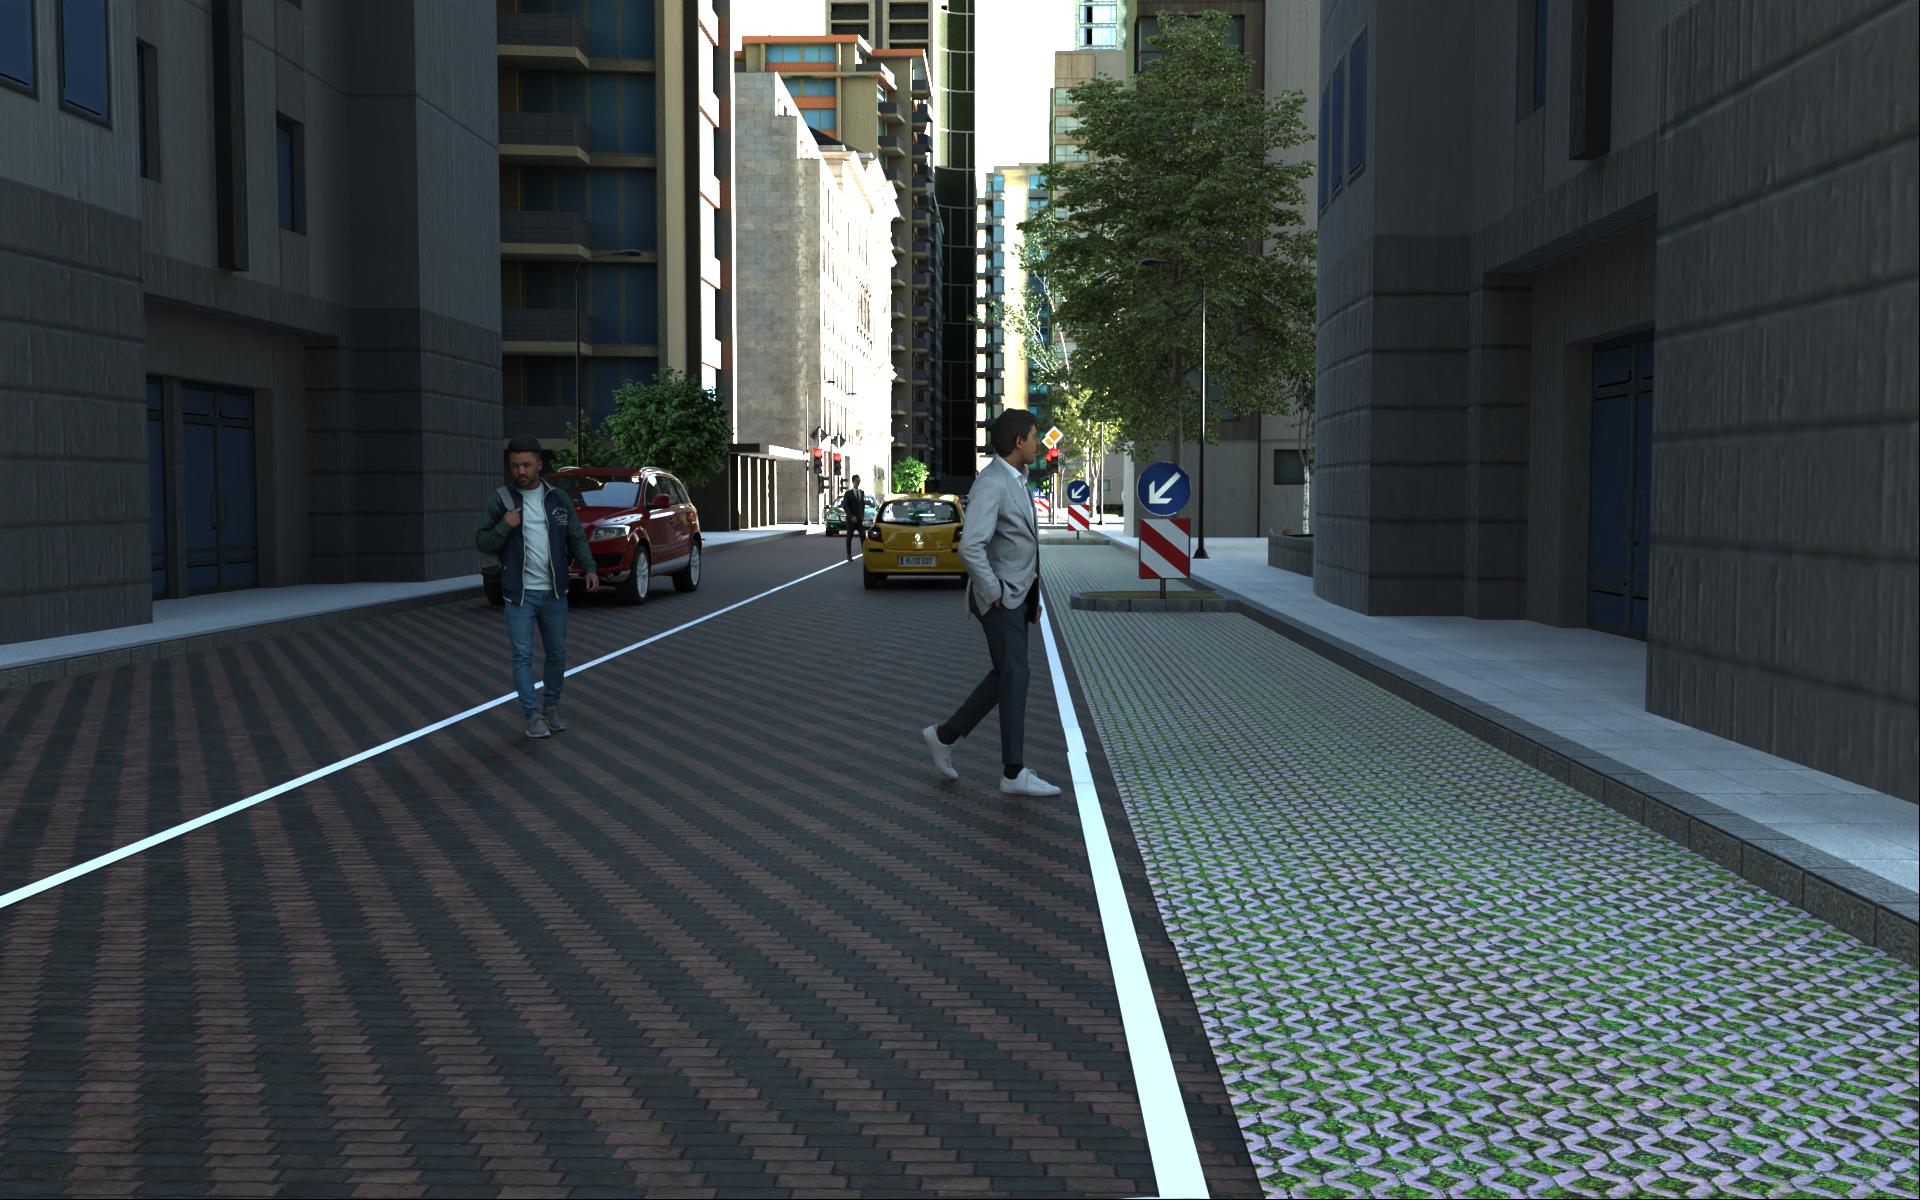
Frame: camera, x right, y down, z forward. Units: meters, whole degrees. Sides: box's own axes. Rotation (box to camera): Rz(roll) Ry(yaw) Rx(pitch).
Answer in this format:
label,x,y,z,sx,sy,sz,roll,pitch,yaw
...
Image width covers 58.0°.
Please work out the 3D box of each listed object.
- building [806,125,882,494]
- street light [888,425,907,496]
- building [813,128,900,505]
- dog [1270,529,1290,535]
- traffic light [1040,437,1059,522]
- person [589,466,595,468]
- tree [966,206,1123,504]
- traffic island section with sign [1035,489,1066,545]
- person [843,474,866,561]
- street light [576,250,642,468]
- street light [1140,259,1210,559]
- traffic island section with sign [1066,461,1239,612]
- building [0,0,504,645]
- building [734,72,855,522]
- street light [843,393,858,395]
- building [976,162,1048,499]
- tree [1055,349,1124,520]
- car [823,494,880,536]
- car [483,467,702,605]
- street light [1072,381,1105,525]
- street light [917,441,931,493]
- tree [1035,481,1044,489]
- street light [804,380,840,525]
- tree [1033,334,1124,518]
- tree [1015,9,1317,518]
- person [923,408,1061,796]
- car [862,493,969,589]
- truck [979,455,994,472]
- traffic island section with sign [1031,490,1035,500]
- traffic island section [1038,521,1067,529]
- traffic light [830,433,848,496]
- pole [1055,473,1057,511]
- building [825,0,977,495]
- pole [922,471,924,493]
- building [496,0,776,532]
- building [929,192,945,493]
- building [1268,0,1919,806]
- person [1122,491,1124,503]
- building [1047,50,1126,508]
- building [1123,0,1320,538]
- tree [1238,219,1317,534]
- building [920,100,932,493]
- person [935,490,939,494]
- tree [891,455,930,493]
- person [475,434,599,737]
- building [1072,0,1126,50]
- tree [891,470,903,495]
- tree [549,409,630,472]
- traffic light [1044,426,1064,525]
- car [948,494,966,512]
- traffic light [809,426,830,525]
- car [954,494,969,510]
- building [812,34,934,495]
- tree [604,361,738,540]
label,x,y,z,sx,sy,sz,roll,pitch,yaw
building,-10.978,-16.921,105.530,11.050,23.489,19.941,0,4,2
street light,-4.237,-8.774,116.003,1.470,5.913,1.316,0,4,2
building,-11.994,-20.779,127.123,14.401,28.519,23.554,0,4,2
dog,7.141,-1.334,38.641,0.540,0.507,0.406,2,4,23
traffic light,4.100,-5.521,79.184,0.839,4.253,0.868,0,4,2
person,-7.572,-1.776,34.934,0.795,1.843,0.661,-2,4,-27
tree,7.281,-15.820,114.553,12.611,20.169,13.585,0,3,0
traffic island section with sign,3.231,-2.486,49.279,1.989,1.847,2.006,0,4,2
person,-2.173,-1.751,36.907,0.659,1.850,0.755,-3,4,-36
street light,-6.750,-3.705,33.118,1.470,5.913,1.316,0,4,2
street light,4.260,-3.781,34.365,1.470,5.913,1.316,0,4,2
traffic island section with sign,2.396,-0.807,21.819,1.989,1.847,2.006,0,4,2
building,-18.574,-28.854,13.766,21.231,58.520,28.212,0,4,2
building,-11.250,-14.221,87.260,10.420,20.320,16.860,0,4,2
street light,-5.354,-6.532,79.346,1.470,5.913,1.316,0,4,2
building,17.599,-38.479,248.735,30.456,49.044,23.786,0,4,2
tree,6.533,-8.195,84.352,4.737,8.622,4.395,0,3,0
car,-3.654,-2.980,60.514,2.131,1.459,4.920,0,4,1
car,-4.989,-0.942,24.074,2.281,1.827,5.304,0,4,4
street light,5.270,-6.028,71.103,1.470,5.913,1.316,0,4,2
street light,-3.228,-11.005,152.465,1.470,5.913,1.316,0,4,2
tree,10.116,-13.455,214.586,1.663,3.219,1.824,0,3,0
street light,-5.724,-6.016,70.895,1.470,5.913,1.316,0,4,2
tree,7.433,-9.706,93.101,7.601,10.594,8.767,2,4,26
tree,5.200,-7.503,40.803,7.486,12.596,7.792,0,3,0
person,0.138,-0.003,8.399,0.795,1.843,0.661,1,4,22
car,-0.601,-1.069,27.706,2.015,1.641,3.980,0,4,1
truck,2.710,-8.539,128.533,2.839,4.237,11.283,0,4,2
traffic island section with sign,4.901,-5.826,103.884,1.989,1.847,2.006,0,4,2
traffic island section,4.140,-3.487,79.297,2.009,0.180,2.903,0,4,2
traffic light,-5.557,-5.538,79.461,0.839,4.253,0.868,0,4,2
pole,7.281,-8.424,131.579,0.158,3.312,0.155,0,3,0
building,-7.981,-49.458,246.891,20.611,71.187,20.563,0,4,2
pole,-3.236,-9.573,150.368,0.158,3.312,0.155,0,3,0
building,-21.121,-24.895,61.651,28.867,44.769,22.147,0,4,2
building,-14.034,-31.973,214.639,23.993,40.220,32.217,0,4,2
building,14.833,-29.119,18.094,21.231,58.520,28.212,0,4,2
person,11.081,-6.678,115.413,0.709,1.800,0.728,-2,4,-31
building,15.733,-29.343,163.346,14.154,41.232,14.086,0,4,2
building,12.342,-17.434,56.744,14.160,30.474,14.107,0,4,2
tree,9.745,-5.932,47.347,4.360,8.622,3.978,0,3,0
building,-10.479,-33.040,190.321,14.600,45.320,14.200,0,4,2
person,-2.587,-11.435,193.935,0.756,1.711,0.436,-2,4,-24
tree,-4.211,-10.047,147.976,4.285,4.588,4.351,0,3,0
person,-2.535,-0.088,10.288,0.623,1.781,0.721,-3,5,-39
building,22.719,-55.048,212.699,22.319,86.520,31.000,0,4,2
tree,-5.328,-8.934,140.664,1.663,3.219,1.824,0,3,0
tree,-8.570,-2.740,39.394,1.663,3.219,1.824,0,3,0
traffic light,3.857,-5.033,71.203,0.839,4.253,0.868,0,4,2
car,-0.713,-1.975,44.093,2.131,1.459,4.920,0,4,0
traffic light,-5.800,-5.049,71.479,0.839,4.253,0.868,0,4,2
car,0.181,-4.446,82.471,2.009,1.686,4.222,0,4,2
building,-13.957,-31.453,168.878,22.147,44.769,28.867,0,4,2
tree,-7.222,-3.639,43.207,4.285,4.588,4.351,0,3,0
